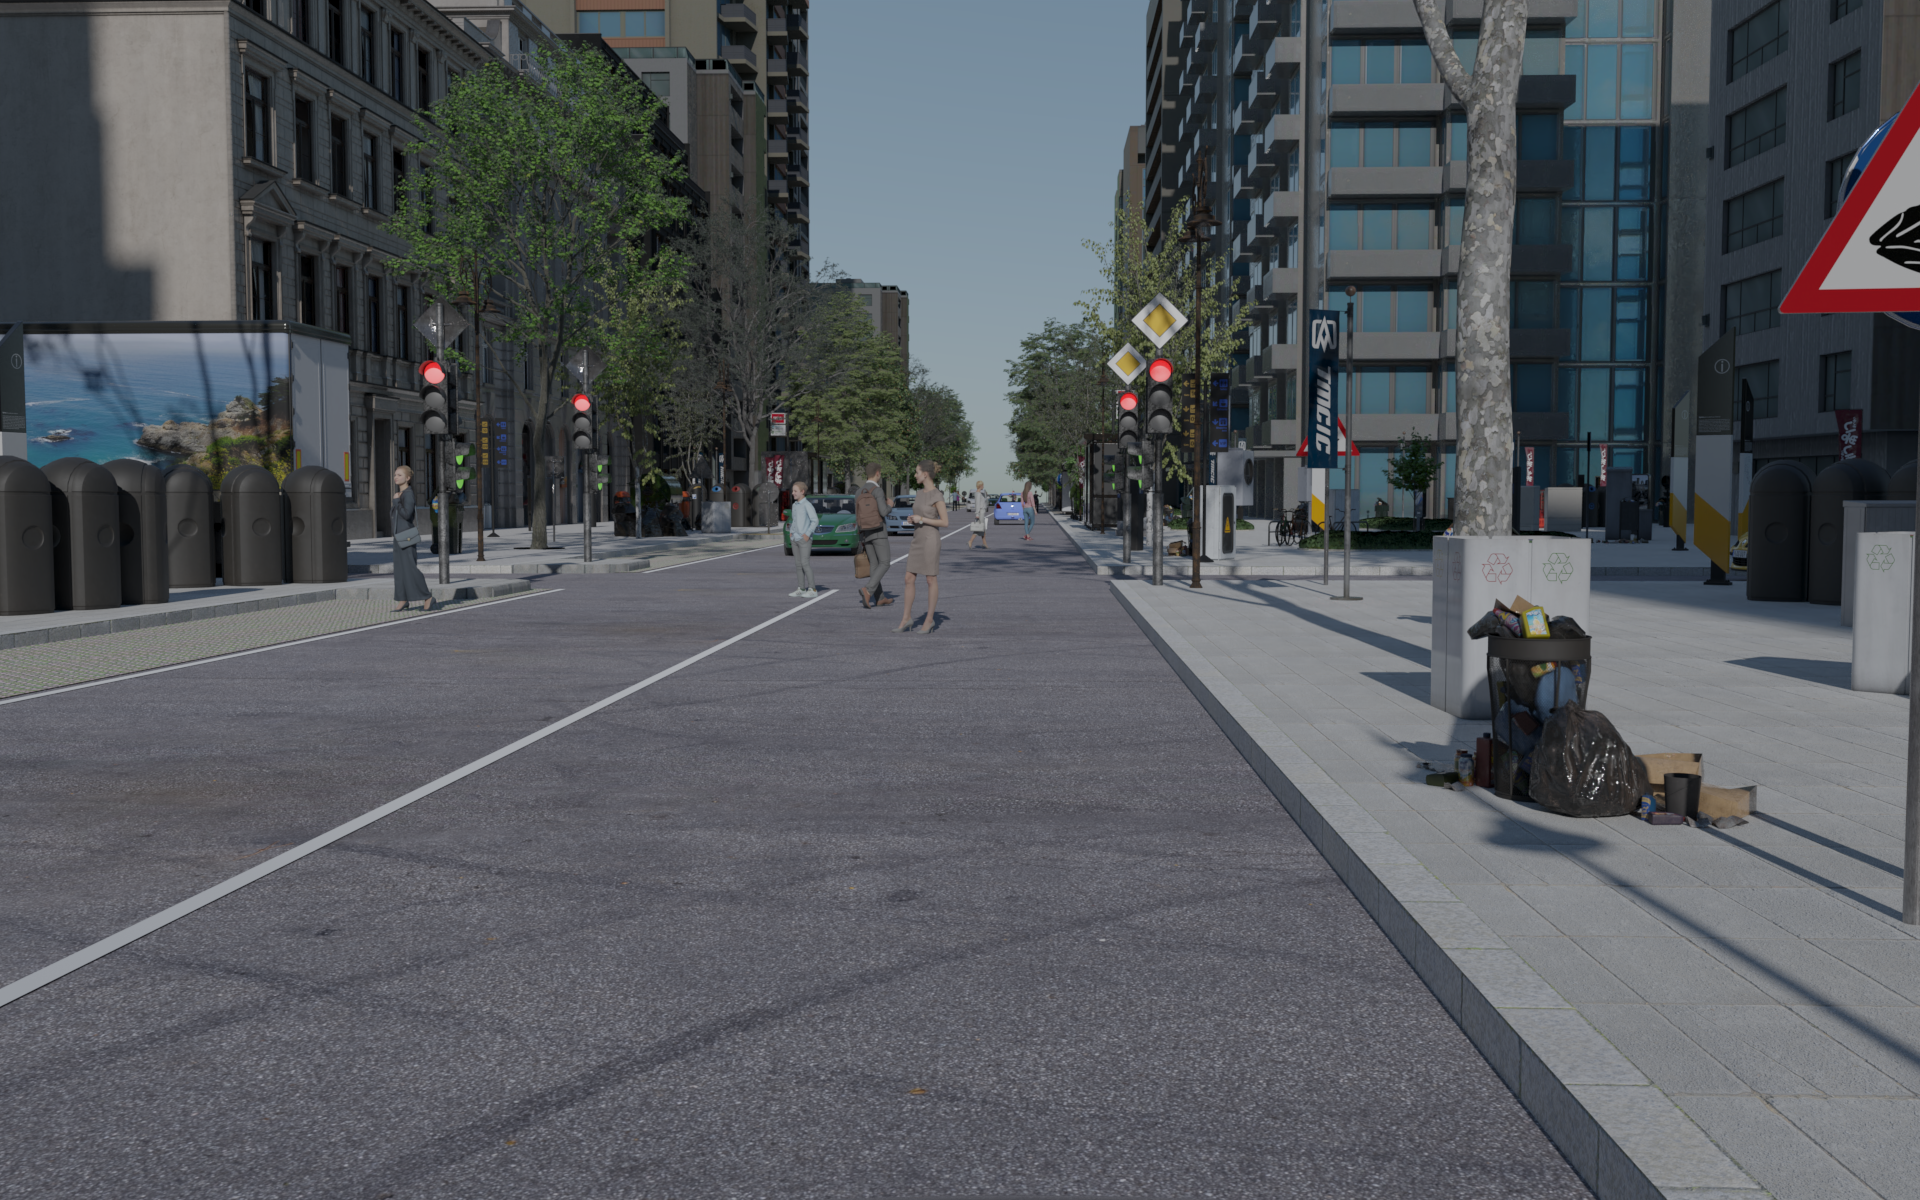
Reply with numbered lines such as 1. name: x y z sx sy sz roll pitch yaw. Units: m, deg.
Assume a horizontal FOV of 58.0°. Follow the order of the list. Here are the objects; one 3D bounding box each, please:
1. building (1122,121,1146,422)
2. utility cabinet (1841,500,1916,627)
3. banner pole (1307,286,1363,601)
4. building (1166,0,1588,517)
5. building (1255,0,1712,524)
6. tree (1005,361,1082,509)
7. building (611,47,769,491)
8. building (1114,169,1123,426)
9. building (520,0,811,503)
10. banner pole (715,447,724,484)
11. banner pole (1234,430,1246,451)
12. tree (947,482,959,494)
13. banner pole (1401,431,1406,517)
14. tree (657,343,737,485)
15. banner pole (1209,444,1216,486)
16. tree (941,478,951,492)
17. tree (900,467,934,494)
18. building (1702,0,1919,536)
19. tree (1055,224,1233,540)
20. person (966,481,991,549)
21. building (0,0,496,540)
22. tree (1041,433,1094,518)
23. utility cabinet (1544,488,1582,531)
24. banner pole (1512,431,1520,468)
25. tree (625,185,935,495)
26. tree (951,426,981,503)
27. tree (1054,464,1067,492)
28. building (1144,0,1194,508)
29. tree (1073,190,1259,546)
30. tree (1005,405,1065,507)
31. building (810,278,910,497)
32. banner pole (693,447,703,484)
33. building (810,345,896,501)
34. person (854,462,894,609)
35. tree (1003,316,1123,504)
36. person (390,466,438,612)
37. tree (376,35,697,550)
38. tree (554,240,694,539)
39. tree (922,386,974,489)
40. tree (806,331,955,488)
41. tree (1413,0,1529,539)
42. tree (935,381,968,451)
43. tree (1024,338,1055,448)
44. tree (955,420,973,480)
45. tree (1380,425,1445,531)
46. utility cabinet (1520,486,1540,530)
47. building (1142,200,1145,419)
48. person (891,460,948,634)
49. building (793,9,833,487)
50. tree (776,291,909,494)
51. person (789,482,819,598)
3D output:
1. building: 26.611 -33.995 205.934 14.600 45.320 14.200 0 4 2
2. utility cabinet: 9.087 -0.346 16.825 1.020 1.237 0.306 -1 4 -17
3. banner pole: 4.490 -1.884 20.814 0.863 3.779 0.401 -2 4 -28
4. building: 27.345 -30.787 122.984 23.786 49.044 30.456 0 4 2
5. building: 25.811 -28.555 86.477 23.786 49.044 30.456 0 4 2
6. tree: 8.465 -13.994 145.803 9.611 12.733 9.660 0 3 0
7. building: -20.906 -21.053 115.917 14.160 30.474 14.107 0 4 2
8. building: 26.846 -32.821 220.224 14.154 41.232 14.086 0 4 2
9. building: -23.822 -29.507 137.069 22.147 44.769 28.867 0 4 2
10. banner pole: -12.870 -6.296 92.960 0.863 3.779 0.401 2 4 31
11. banner pole: 10.946 -4.766 67.943 0.863 3.779 0.401 -3 4 -37
12. tree: -1.002 -15.580 249.337 1.663 3.219 1.824 0 3 0
13. banner pole: 17.632 -4.834 69.054 0.401 3.779 0.863 2 4 26
14. tree: -12.729 -8.091 82.647 4.360 8.622 3.978 0 3 0
15. banner pole: 11.286 -5.303 76.716 0.863 3.779 0.401 -3 5 -42
16. tree: -1.642 -17.540 237.134 4.737 8.622 4.395 0 3 0
17. tree: -4.149 -11.041 164.234 4.285 4.588 4.351 0 3 0
18. building: 29.608 -16.781 46.067 14.107 30.474 14.160 0 4 2
19. tree: 5.439 -5.989 48.283 4.360 8.622 3.978 0 3 0
20. person: 0.477 -2.208 44.959 0.624 1.780 0.694 1 4 10
21. building: -21.605 -11.365 50.441 10.561 19.102 19.286 0 4 2
22. tree: 7.149 -6.733 93.791 4.285 4.588 4.351 0 3 0
23. utility cabinet: 20.385 -3.051 58.559 1.173 1.500 0.318 0 4 -3
24. banner pole: 22.057 -4.838 69.124 0.863 3.779 0.401 -1 4 -15
25. tree: -8.368 -9.708 69.089 12.009 13.543 11.850 0 3 0
26. tree: -0.621 -20.466 260.372 9.928 11.665 9.643 0 3 0
27. tree: 6.704 -7.025 109.456 1.663 3.219 1.824 0 3 0
28. building: 27.258 -32.129 149.005 21.300 48.544 21.600 0 4 2
29. tree: 4.917 -5.643 42.631 4.737 8.622 4.395 0 3 0
30. tree: 9.460 -15.936 170.925 12.009 13.543 11.850 0 3 0
31. building: -14.390 -28.434 236.589 14.160 30.474 14.107 0 4 2
32. banner pole: -13.873 -6.215 91.632 0.863 3.779 0.401 3 4 37
33. building: -22.959 -22.643 215.254 27.650 21.520 28.899 0 4 2
34. person: -1.111 -0.822 21.907 0.622 1.834 0.822 3 4 37
35. tree: 7.691 -13.181 122.163 9.857 13.997 8.962 0 3 0
36. person: -6.679 -0.738 20.990 0.576 1.772 0.534 3 5 42
37. tree: -9.619 -6.976 39.816 9.928 11.665 9.643 0 3 0
38. tree: -9.414 -6.062 49.482 4.737 8.622 4.395 0 3 0
39. tree: -2.763 -18.160 203.562 9.857 13.997 8.962 0 3 0
40. tree: -6.301 -12.402 119.780 9.611 12.733 9.660 0 3 0
41. tree: 4.613 -9.594 12.746 12.611 20.169 13.585 0 3 0
42. tree: -4.492 -14.523 147.822 12.009 13.543 11.850 0 3 0
43. tree: 5.013 -7.475 72.573 4.360 8.622 3.978 0 3 0
44. tree: -3.487 -15.732 174.231 9.611 12.733 9.660 0 3 0
45. tree: 12.817 -3.320 48.876 1.663 3.219 1.824 0 3 0
46. utility cabinet: 14.962 -2.316 46.548 0.318 1.500 1.173 -3 5 -41
47. building: 24.581 -24.213 167.580 14.160 30.474 14.107 0 4 2
48. person: -0.405 -0.545 17.750 0.374 1.781 0.599 -3 4 -38
49. building: -22.588 -44.200 160.926 20.563 71.187 20.611 0 4 2
50. tree: -6.764 -10.974 97.554 7.486 12.596 7.792 0 3 0
51. person: -2.216 -0.848 24.180 0.330 1.601 0.589 -2 4 -29
